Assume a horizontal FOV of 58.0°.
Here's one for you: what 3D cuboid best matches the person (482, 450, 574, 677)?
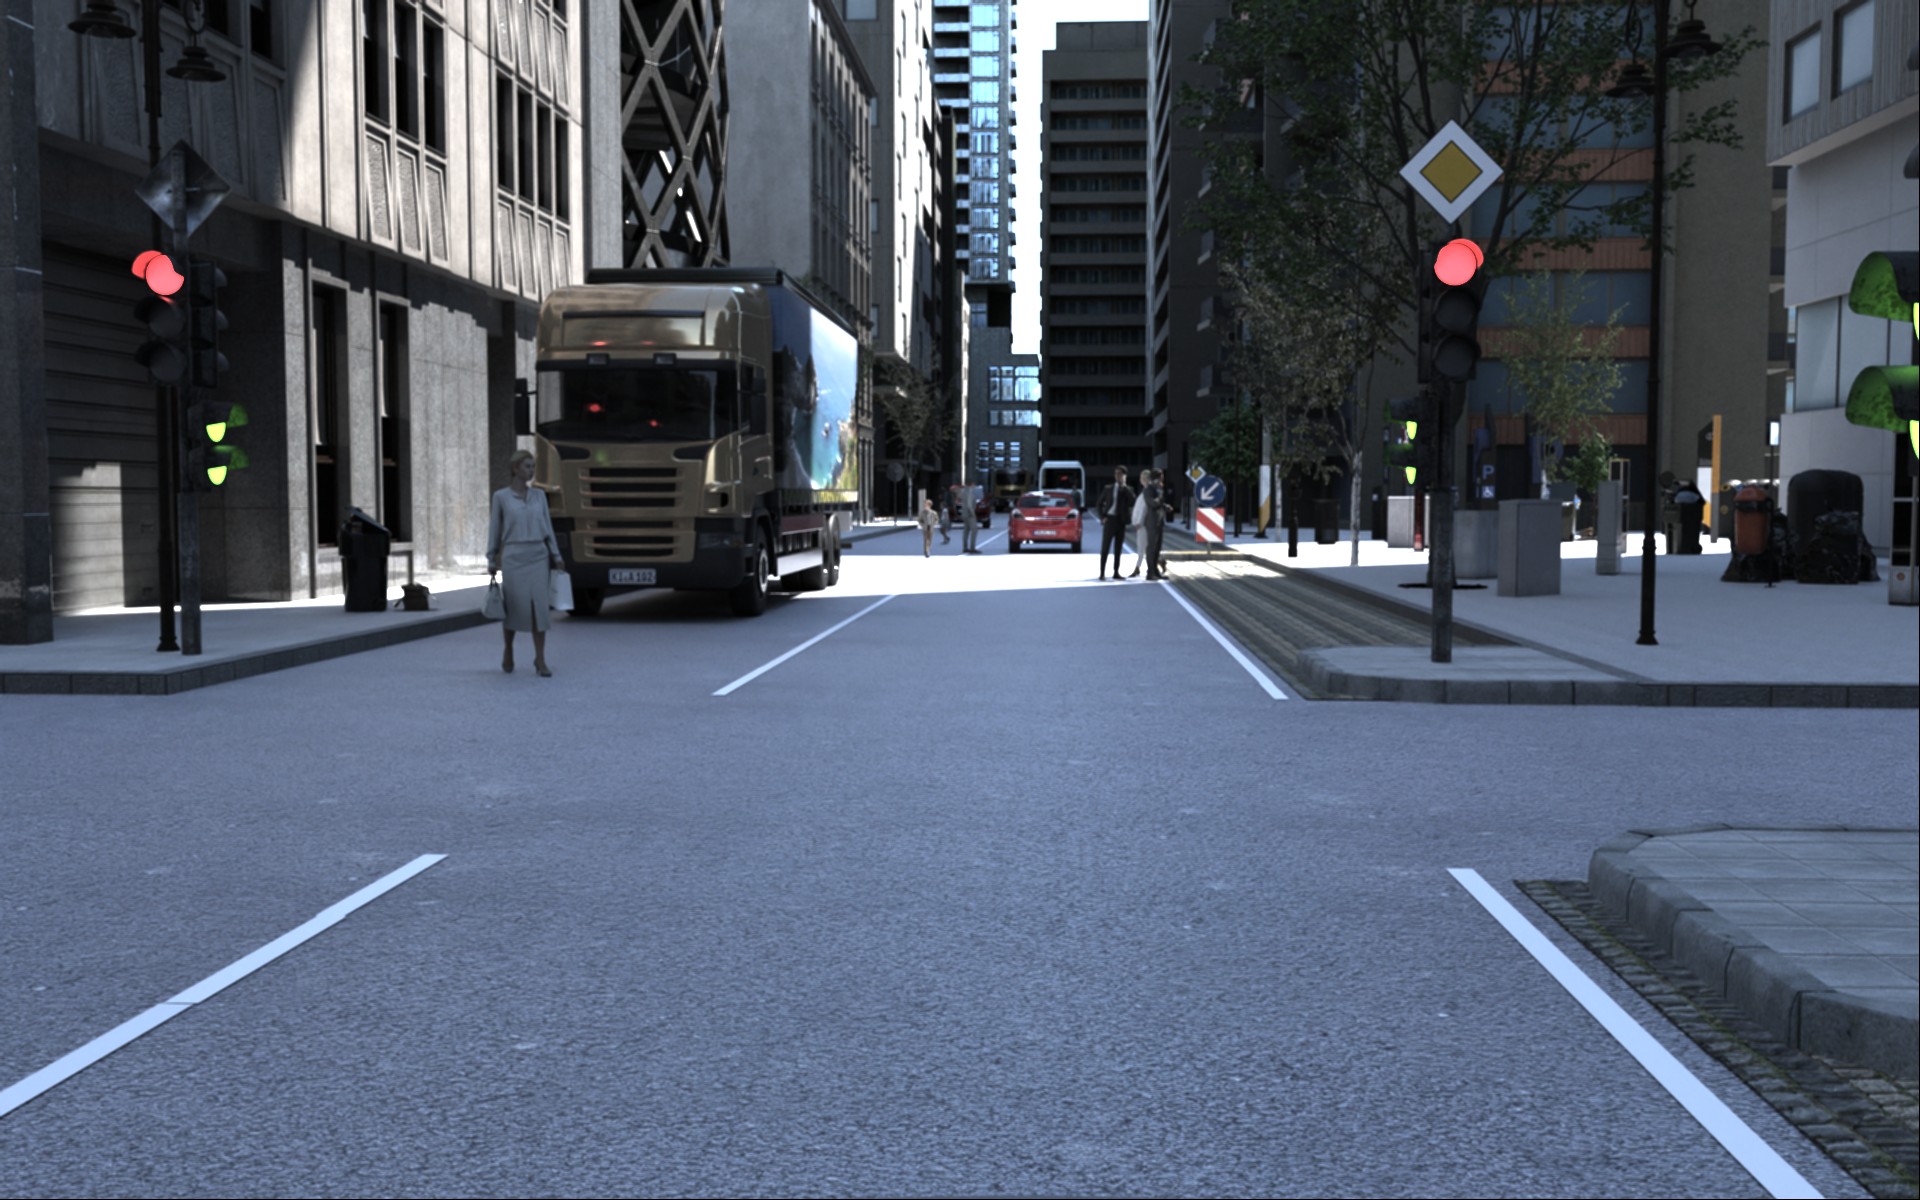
[{"bbox_3d":[-3.444,-0.300,13.764,0.694,1.780,0.624,-1,4,-18],"label":"person"}]

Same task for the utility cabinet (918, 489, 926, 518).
[{"bbox_3d":[-1.775,-4.394,80.520,0.318,1.500,1.173,0,4,1],"label":"utility cabinet"}]

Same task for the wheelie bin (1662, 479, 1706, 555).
[{"bbox_3d":[15.380,-1.769,36.828,0.693,1.594,0.980,-1,4,-13],"label":"wheelie bin"}]

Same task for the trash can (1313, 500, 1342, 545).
[{"bbox_3d":[9.328,-1.980,44.030,0.748,1.137,0.748,0,3,0],"label":"trash can"}]

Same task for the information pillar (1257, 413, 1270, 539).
[{"bbox_3d":[8.809,-3.591,50.072,0.183,3.616,0.504,3,5,39],"label":"information pillar"}]

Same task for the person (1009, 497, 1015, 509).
[{"bbox_3d":[2.611,-4.501,86.369,0.394,1.301,0.425,-3,4,-36],"label":"person"}]

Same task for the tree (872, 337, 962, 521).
[{"bbox_3d":[-2.119,-8.021,81.506,4.360,8.622,3.978,0,3,0],"label":"tree"}]

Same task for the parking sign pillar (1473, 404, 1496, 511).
[{"bbox_3d":[15.464,-3.825,51.013,1.447,3.967,1.447,1,4,8],"label":"parking sign pillar"}]

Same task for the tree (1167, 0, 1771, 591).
[{"bbox_3d":[6.667,-5.974,23.430,9.928,11.665,9.643,0,3,0],"label":"tree"}]

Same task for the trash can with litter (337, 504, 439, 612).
[{"bbox_3d":[-6.301,-0.470,19.079,1.055,1.170,0.624,-1,4,-18],"label":"trash can with litter"}]

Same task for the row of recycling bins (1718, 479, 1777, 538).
[{"bbox_3d":[22.926,-2.618,49.923,1.069,1.692,3.534,0,4,0],"label":"row of recycling bins"}]

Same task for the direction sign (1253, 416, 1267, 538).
[{"bbox_3d":[8.827,-3.606,50.963,0.379,3.537,0.876,-1,4,-12],"label":"direction sign"}]

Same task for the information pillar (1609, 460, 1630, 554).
[{"bbox_3d":[14.112,-1.995,37.115,0.304,2.012,0.304,-3,5,-40],"label":"information pillar"}]

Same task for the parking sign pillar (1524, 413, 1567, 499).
[{"bbox_3d":[19.442,-4.224,57.534,1.447,3.967,1.447,0,4,-8],"label":"parking sign pillar"}]

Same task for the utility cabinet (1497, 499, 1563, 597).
[{"bbox_3d":[7.206,-0.657,21.908,1.020,1.237,0.306,-3,5,-40],"label":"utility cabinet"}]

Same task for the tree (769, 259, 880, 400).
[{"bbox_3d":[-4.969,-6.392,54.867,4.737,8.622,4.395,0,3,0],"label":"tree"}]

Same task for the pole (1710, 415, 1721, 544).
[{"bbox_3d":[19.531,-3.115,44.774,0.158,3.312,0.155,0,3,0],"label":"pole"}]

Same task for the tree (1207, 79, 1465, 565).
[{"bbox_3d":[6.989,-4.940,31.131,4.360,8.622,3.978,0,3,0],"label":"tree"}]

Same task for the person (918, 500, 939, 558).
[{"bbox_3d":[-0.703,-1.595,38.844,0.475,1.303,0.640,-1,4,-18],"label":"person"}]

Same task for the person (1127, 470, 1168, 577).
[{"bbox_3d":[3.263,-1.319,29.948,0.818,1.842,0.514,-1,4,-16],"label":"person"}]

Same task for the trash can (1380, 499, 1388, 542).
[{"bbox_3d":[11.972,-2.208,47.752,0.748,1.137,0.748,0,3,0],"label":"trash can"}]

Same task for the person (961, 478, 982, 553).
[{"bbox_3d":[0.226,-2.039,41.939,0.391,1.810,0.635,-2,4,-28],"label":"person"}]

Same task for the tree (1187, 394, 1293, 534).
[{"bbox_3d":[9.136,-4.412,55.846,4.285,4.588,4.351,0,3,0],"label":"tree"}]

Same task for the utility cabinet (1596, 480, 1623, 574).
[{"bbox_3d":[10.455,-1.176,27.899,0.318,1.500,1.173,2,4,25],"label":"utility cabinet"}]

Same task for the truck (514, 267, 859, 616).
[{"bbox_3d":[-3.276,-2.132,23.770,2.839,4.237,11.283,0,4,3],"label":"truck"}]

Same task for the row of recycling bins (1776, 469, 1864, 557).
[{"bbox_3d":[15.029,-1.399,29.987,1.069,1.692,3.534,2,4,33],"label":"row of recycling bins"}]

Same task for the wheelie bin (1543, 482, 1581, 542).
[{"bbox_3d":[16.061,-2.342,46.202,0.980,1.594,0.693,2,4,29],"label":"wheelie bin"}]

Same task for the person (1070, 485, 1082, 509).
[{"bbox_3d":[4.735,-3.883,72.168,0.661,1.801,0.590,3,5,44],"label":"person"}]

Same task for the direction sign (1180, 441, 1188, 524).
[{"bbox_3d":[9.682,-5.052,74.600,0.379,3.537,0.876,1,4,20],"label":"direction sign"}]

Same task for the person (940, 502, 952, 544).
[{"bbox_3d":[-0.383,-2.197,49.436,0.382,1.210,0.505,0,4,-8],"label":"person"}]

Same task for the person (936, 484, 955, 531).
[{"bbox_3d":[-0.597,-3.545,66.452,0.713,1.824,0.794,2,4,24],"label":"person"}]

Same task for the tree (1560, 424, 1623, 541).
[{"bbox_3d":[17.501,-3.273,48.122,1.663,3.219,1.824,0,3,0],"label":"tree"}]

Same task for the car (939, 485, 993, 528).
[{"bbox_3d":[0.284,-3.988,73.871,2.281,1.827,5.304,0,4,2],"label":"car"}]

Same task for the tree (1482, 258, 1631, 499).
[{"bbox_3d":[18.481,-6.337,53.967,4.737,8.622,4.395,0,3,0],"label":"tree"}]

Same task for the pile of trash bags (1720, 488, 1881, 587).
[{"bbox_3d":[11.957,-0.935,25.037,1.912,1.369,3.447,3,5,43],"label":"pile of trash bags"}]

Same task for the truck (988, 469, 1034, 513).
[{"bbox_3d":[4.025,-8.432,133.783,3.469,3.379,9.791,0,4,3],"label":"truck"}]

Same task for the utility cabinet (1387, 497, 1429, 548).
[{"bbox_3d":[10.694,-1.837,41.190,1.020,1.237,0.306,1,4,16],"label":"utility cabinet"}]

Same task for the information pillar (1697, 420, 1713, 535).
[{"bbox_3d":[23.164,-3.817,53.768,0.504,3.616,0.183,1,4,10],"label":"information pillar"}]

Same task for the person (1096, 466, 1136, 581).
[{"bbox_3d":[2.612,-1.288,28.917,0.648,1.900,0.474,-1,4,-10],"label":"person"}]

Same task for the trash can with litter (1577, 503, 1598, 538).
[{"bbox_3d":[18.585,-2.406,50.720,0.624,1.170,1.055,-2,4,-34],"label":"trash can with litter"}]

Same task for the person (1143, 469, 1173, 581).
[{"bbox_3d":[3.300,-1.250,28.744,0.447,1.846,0.655,2,4,24],"label":"person"}]

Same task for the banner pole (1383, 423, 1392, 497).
[{"bbox_3d":[13.892,-4.053,56.279,0.401,3.779,0.863,0,4,-6],"label":"banner pole"}]

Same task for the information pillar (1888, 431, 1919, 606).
[{"bbox_3d":[10.917,-0.941,19.882,0.304,2.012,0.304,-2,4,-26],"label":"information pillar"}]
